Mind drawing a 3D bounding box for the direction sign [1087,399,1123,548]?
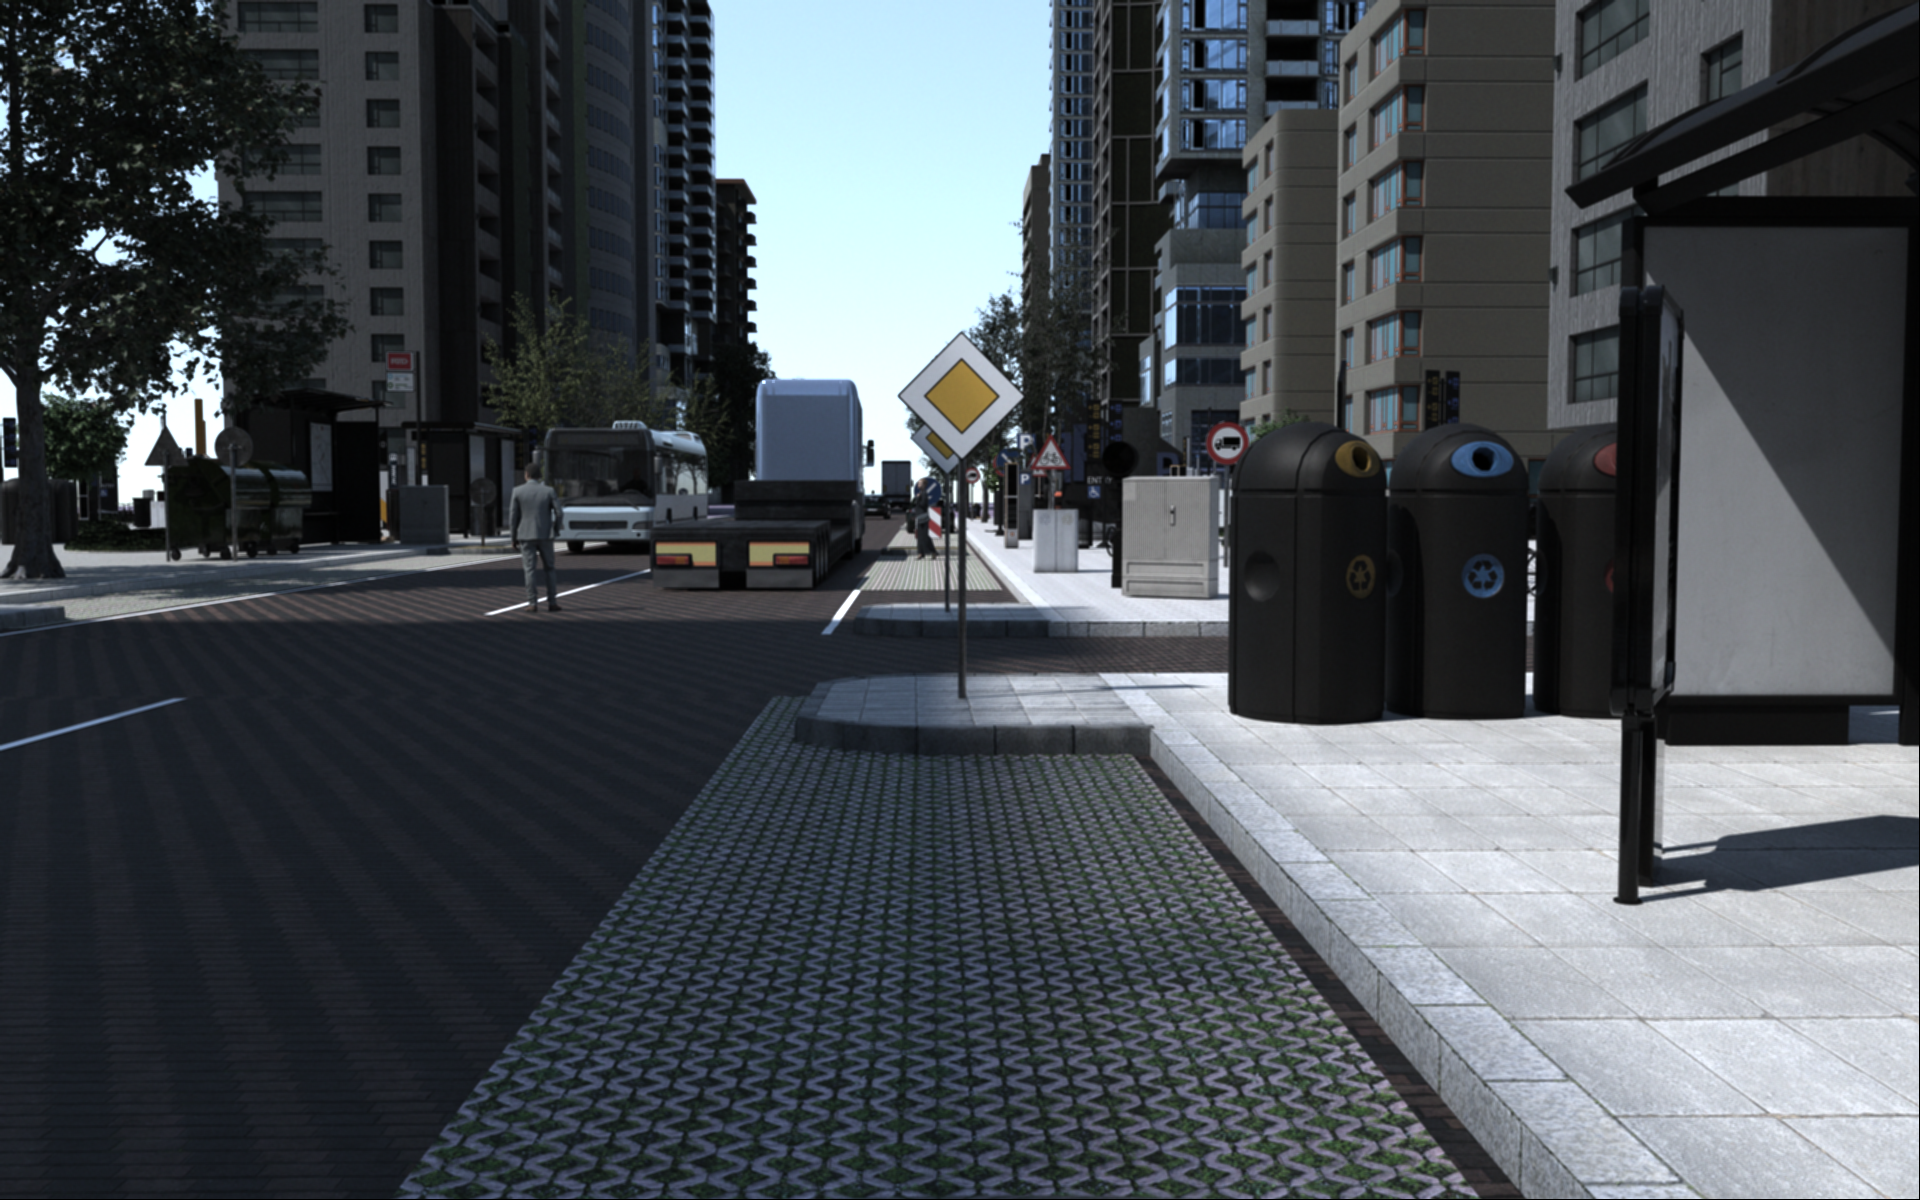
[{"bbox_3d":[3.464,-3.031,41.548,0.876,3.537,0.379,-1,4,-10],"label":"direction sign"}]

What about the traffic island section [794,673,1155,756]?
[{"bbox_3d":[0.034,0.697,10.890,2.009,0.180,2.903,0,4,-1],"label":"traffic island section"}]

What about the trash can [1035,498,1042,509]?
[{"bbox_3d":[3.092,-3.124,62.727,0.748,1.137,0.748,0,3,0],"label":"trash can"}]

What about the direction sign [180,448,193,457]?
[{"bbox_3d":[-37.775,-5.652,84.403,0.379,3.537,0.876,3,4,37],"label":"direction sign"}]

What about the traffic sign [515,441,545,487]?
[{"bbox_3d":[-16.010,-4.435,66.384,2.265,3.308,0.079,0,4,3],"label":"traffic sign"}]

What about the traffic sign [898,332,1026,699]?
[{"bbox_3d":[0.010,-0.438,10.812,0.795,2.450,0.064,0,4,-1],"label":"traffic sign"}]

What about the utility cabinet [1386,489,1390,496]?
[{"bbox_3d":[12.706,-2.617,51.473,0.318,1.500,1.173,0,4,-3],"label":"utility cabinet"}]

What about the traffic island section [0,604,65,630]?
[{"bbox_3d":[-11.105,0.221,18.673,2.009,0.180,2.903,0,4,-1],"label":"traffic island section"}]

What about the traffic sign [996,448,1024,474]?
[{"bbox_3d":[1.365,-2.902,47.561,0.768,2.556,0.104,0,4,7],"label":"traffic sign"}]

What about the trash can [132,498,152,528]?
[{"bbox_3d":[-31.093,-3.316,65.866,0.748,1.137,0.748,0,3,0],"label":"trash can"}]

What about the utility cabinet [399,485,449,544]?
[{"bbox_3d":[-13.611,-2.160,43.991,1.173,1.500,0.318,0,4,1],"label":"utility cabinet"}]

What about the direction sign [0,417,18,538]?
[{"bbox_3d":[-28.351,-3.622,51.212,0.876,3.537,0.379,-1,4,-19],"label":"direction sign"}]

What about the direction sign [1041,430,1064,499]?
[{"bbox_3d":[3.303,-4.221,61.009,0.876,3.537,0.379,0,4,-1],"label":"direction sign"}]

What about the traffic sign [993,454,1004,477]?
[{"bbox_3d":[1.350,-3.134,51.348,0.768,2.556,0.104,0,4,6],"label":"traffic sign"}]

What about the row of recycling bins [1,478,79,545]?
[{"bbox_3d":[-24.080,-2.344,45.434,1.069,1.692,3.534,0,4,-7],"label":"row of recycling bins"}]

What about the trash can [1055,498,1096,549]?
[{"bbox_3d":[2.812,-1.771,40.610,0.748,1.137,0.748,0,3,0],"label":"trash can"}]

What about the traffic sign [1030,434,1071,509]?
[{"bbox_3d":[1.967,-2.296,37.550,0.884,2.594,0.081,0,4,7],"label":"traffic sign"}]

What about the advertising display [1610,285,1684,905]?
[{"bbox_3d":[2.287,-0.034,5.764,0.123,1.923,0.974,2,4,26],"label":"advertising display"}]

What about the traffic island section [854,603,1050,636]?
[{"bbox_3d":[-0.116,0.208,18.873,2.009,0.180,2.903,0,4,-1],"label":"traffic island section"}]

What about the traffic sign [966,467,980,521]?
[{"bbox_3d":[0.575,-5.067,82.958,0.768,2.556,0.104,0,4,1],"label":"traffic sign"}]

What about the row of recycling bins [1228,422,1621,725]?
[{"bbox_3d":[3.330,-0.185,10.142,3.534,1.692,1.069,0,4,-5],"label":"row of recycling bins"}]

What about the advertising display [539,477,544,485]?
[{"bbox_3d":[-15.544,-3.707,65.821,0.974,1.923,0.123,-1,4,-16],"label":"advertising display"}]

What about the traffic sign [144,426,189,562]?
[{"bbox_3d":[-15.062,-2.011,32.882,0.884,2.594,0.081,0,4,5],"label":"traffic sign"}]

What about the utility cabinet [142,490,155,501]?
[{"bbox_3d":[-39.605,-4.639,84.524,0.318,1.500,1.173,-1,4,-13],"label":"utility cabinet"}]

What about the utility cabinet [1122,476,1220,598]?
[{"bbox_3d":[2.586,-0.775,21.353,1.173,1.500,0.318,2,4,32],"label":"utility cabinet"}]

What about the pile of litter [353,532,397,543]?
[{"bbox_3d":[-15.495,-1.944,45.750,1.176,0.858,1.719,-1,4,-9],"label":"pile of litter"}]

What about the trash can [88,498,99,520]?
[{"bbox_3d":[-31.883,-3.164,63.380,0.748,1.137,0.748,0,3,0],"label":"trash can"}]

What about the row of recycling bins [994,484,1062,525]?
[{"bbox_3d":[3.146,-3.930,71.374,3.534,1.692,1.069,0,4,3],"label":"row of recycling bins"}]

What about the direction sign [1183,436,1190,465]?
[{"bbox_3d":[8.884,-4.650,68.027,0.379,3.537,0.876,0,4,-7],"label":"direction sign"}]

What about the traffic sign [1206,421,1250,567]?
[{"bbox_3d":[4.661,-1.845,30.264,0.768,2.556,0.104,0,4,-1],"label":"traffic sign"}]

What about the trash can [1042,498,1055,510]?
[{"bbox_3d":[3.319,-2.896,58.997,0.748,1.137,0.748,0,3,0],"label":"trash can"}]

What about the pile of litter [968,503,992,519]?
[{"bbox_3d":[1.092,-4.611,89.357,1.176,0.858,1.719,3,5,45],"label":"pile of litter"}]

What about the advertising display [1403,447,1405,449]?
[{"bbox_3d":[6.280,-1.165,24.264,0.123,1.923,0.974,1,4,18],"label":"advertising display"}]

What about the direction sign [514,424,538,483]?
[{"bbox_3d":[-14.145,-3.946,56.520,0.379,3.537,0.876,3,5,40],"label":"direction sign"}]

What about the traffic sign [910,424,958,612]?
[{"bbox_3d":[-0.139,-0.927,18.796,0.795,2.450,0.064,0,4,-1],"label":"traffic sign"}]

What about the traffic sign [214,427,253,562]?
[{"bbox_3d":[-13.797,-2.005,32.894,0.768,2.556,0.104,0,4,7],"label":"traffic sign"}]

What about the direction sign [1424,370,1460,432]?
[{"bbox_3d":[8.857,-2.440,31.883,0.876,3.537,0.379,-2,4,-32],"label":"direction sign"}]

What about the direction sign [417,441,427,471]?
[{"bbox_3d":[-17.754,-4.036,57.989,0.876,3.537,0.379,1,4,12],"label":"direction sign"}]

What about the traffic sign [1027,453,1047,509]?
[{"bbox_3d":[2.299,-3.286,53.724,0.884,2.594,0.081,0,4,0],"label":"traffic sign"}]

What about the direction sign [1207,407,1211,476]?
[{"bbox_3d":[6.532,-3.270,45.461,0.379,3.537,0.876,0,4,4],"label":"direction sign"}]
